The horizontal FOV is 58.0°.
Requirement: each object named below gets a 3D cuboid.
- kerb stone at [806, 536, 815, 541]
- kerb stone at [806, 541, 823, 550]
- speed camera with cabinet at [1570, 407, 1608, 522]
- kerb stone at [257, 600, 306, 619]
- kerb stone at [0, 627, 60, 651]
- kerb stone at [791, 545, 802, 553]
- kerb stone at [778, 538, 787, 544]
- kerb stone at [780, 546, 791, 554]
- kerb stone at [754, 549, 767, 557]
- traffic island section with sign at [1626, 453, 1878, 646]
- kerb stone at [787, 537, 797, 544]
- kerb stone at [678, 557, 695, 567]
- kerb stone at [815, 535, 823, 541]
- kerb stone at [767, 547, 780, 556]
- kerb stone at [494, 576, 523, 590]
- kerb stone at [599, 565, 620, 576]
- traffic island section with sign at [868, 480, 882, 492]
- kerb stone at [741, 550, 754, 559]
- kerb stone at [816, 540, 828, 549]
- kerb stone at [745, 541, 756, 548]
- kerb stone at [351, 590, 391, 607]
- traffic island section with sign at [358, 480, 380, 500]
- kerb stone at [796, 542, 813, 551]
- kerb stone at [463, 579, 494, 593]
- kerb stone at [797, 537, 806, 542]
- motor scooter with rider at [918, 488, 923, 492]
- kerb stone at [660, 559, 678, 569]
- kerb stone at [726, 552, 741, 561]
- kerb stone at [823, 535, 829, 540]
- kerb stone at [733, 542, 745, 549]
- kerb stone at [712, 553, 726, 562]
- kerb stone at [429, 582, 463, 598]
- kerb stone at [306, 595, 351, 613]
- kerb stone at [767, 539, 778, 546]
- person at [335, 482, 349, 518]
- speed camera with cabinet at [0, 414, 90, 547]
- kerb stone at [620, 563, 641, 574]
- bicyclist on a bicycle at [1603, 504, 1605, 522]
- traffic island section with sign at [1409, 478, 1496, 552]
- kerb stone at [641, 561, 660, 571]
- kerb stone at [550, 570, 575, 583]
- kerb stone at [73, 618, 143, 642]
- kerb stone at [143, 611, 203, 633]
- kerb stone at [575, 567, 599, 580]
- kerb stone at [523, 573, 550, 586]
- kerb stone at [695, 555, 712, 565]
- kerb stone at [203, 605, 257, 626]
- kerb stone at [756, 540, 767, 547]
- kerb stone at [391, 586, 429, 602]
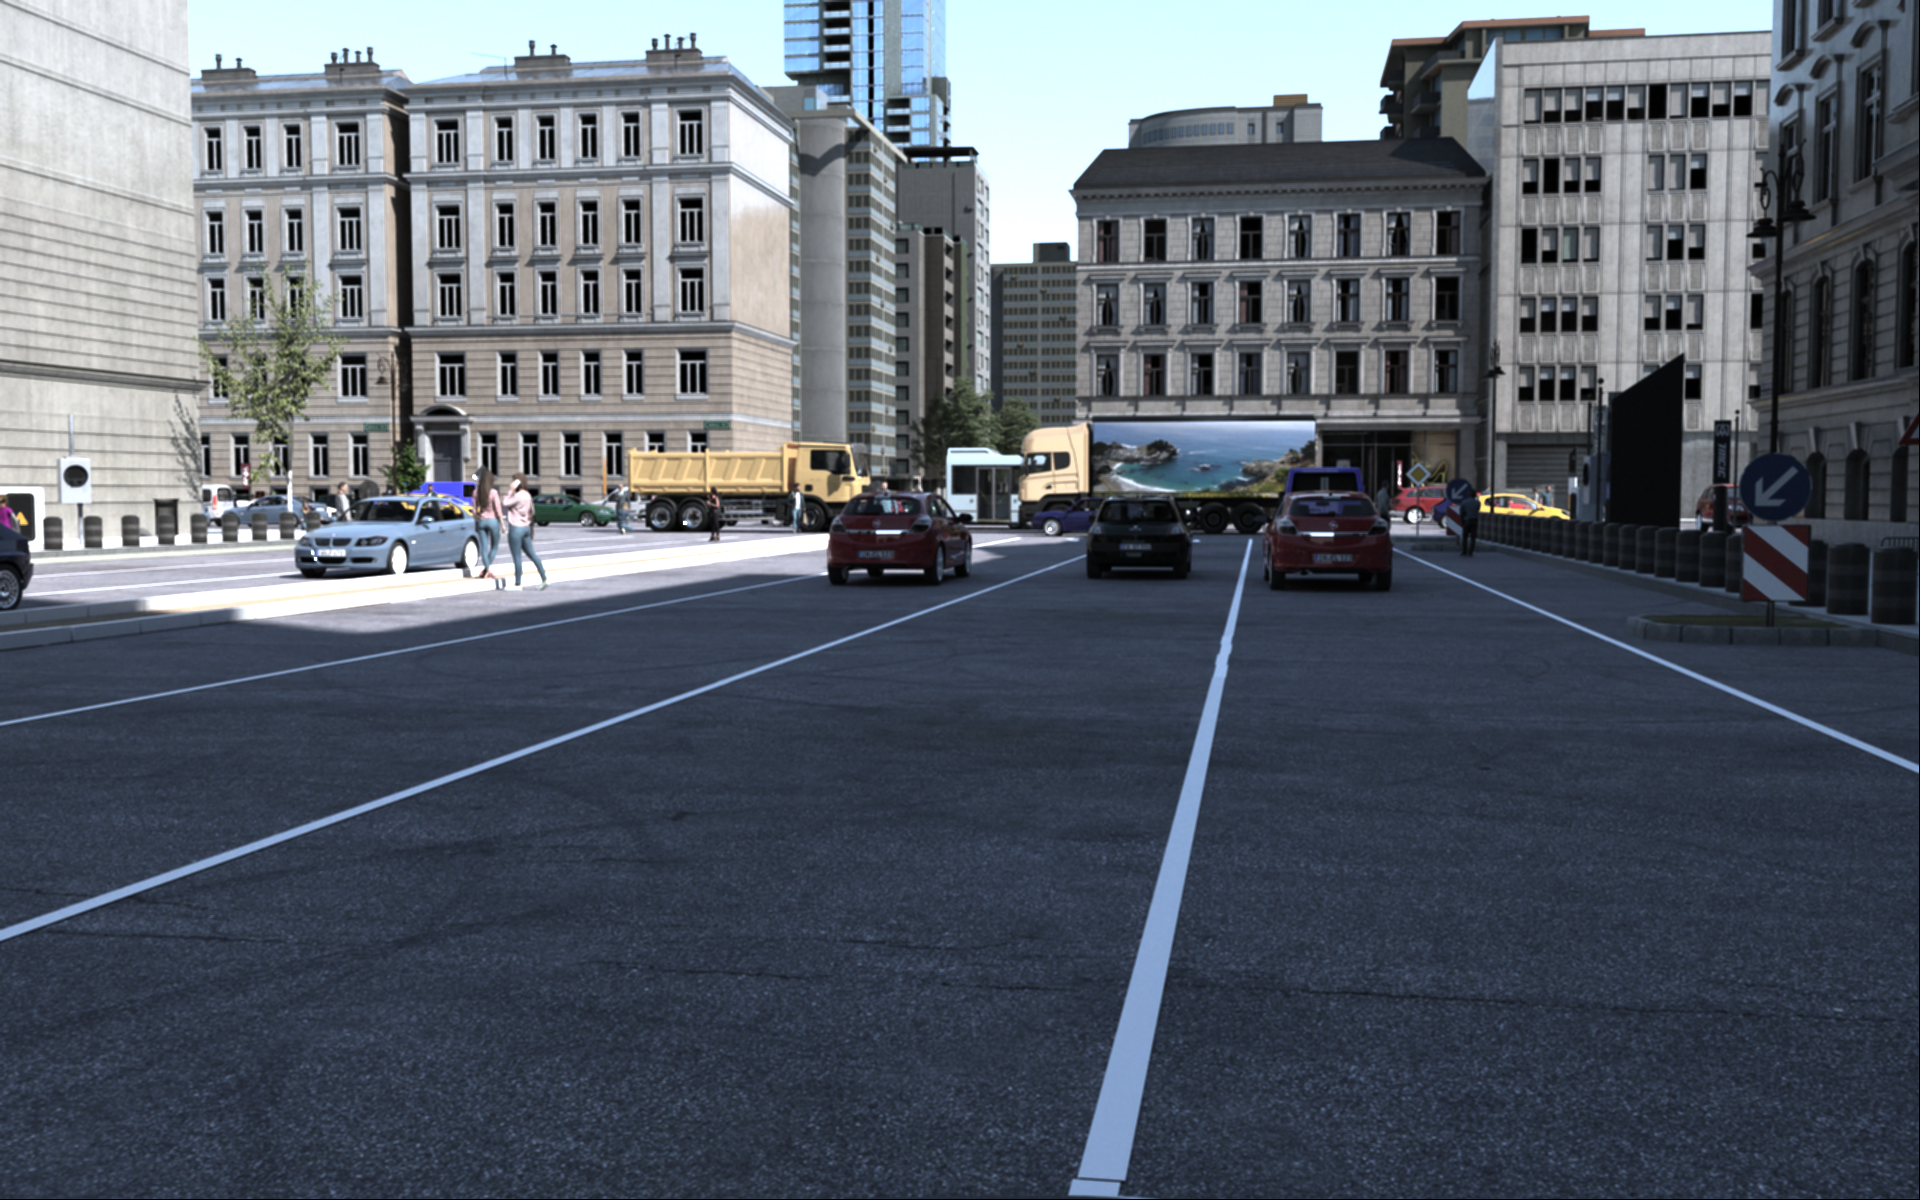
[{"bbox_3d":[-4.619,-1.829,52.106,0.120,0.150,1.000,1,4,10],"label":"kerb stone"},{"bbox_3d":[-3.782,-1.373,44.705,0.120,0.150,1.000,1,4,10],"label":"kerb stone"},{"bbox_3d":[14.597,-2.794,40.018,0.660,3.252,2.038,1,4,8],"label":"speed camera with cabinet"},{"bbox_3d":[-8.029,0.117,20.321,0.120,0.150,1.000,1,4,10],"label":"kerb stone"},{"bbox_3d":[-8.745,0.363,16.264,0.120,0.150,1.000,1,4,10],"label":"kerb stone"},{"bbox_3d":[-4.137,-1.253,42.679,0.120,0.150,1.000,1,4,10],"label":"kerb stone"},{"bbox_3d":[-5.158,-1.643,49.058,0.120,0.150,1.000,1,4,10],"label":"kerb stone"},{"bbox_3d":[-4.310,-1.190,41.653,0.120,0.150,1.000,1,4,10],"label":"kerb stone"},{"bbox_3d":[-4.672,-1.062,39.619,0.120,0.150,1.000,1,4,10],"label":"kerb stone"},{"bbox_3d":[7.835,-0.535,17.383,1.989,1.847,2.006,1,4,10],"label":"traffic island section with sign"},{"bbox_3d":[-4.975,-1.705,50.075,0.120,0.150,1.000,1,4,10],"label":"kerb stone"},{"bbox_3d":[-5.549,-0.755,34.544,0.120,0.150,1.000,1,4,10],"label":"kerb stone"},{"bbox_3d":[-4.449,-1.889,53.119,0.120,0.150,1.000,1,4,10],"label":"kerb stone"},{"bbox_3d":[-4.488,-1.128,40.637,0.120,0.150,1.000,1,4,10],"label":"kerb stone"},{"bbox_3d":[-6.968,-0.255,26.418,0.120,0.150,1.000,1,4,10],"label":"kerb stone"},{"bbox_3d":[-6.264,-0.506,30.475,0.120,0.150,1.000,1,4,10],"label":"kerb stone"},{"bbox_3d":[-2.822,-2.943,56.256,2.006,1.907,1.989,1,4,10],"label":"traffic island section with sign"},{"bbox_3d":[-4.847,-1.002,38.607,0.120,0.150,1.000,1,4,10],"label":"kerb stone"},{"bbox_3d":[-3.605,-1.436,45.717,0.120,0.150,1.000,1,4,10],"label":"kerb stone"},{"bbox_3d":[-5.683,-1.457,46.014,0.120,0.150,1.000,1,4,10],"label":"kerb stone"},{"bbox_3d":[-7.682,-0.009,22.350,0.120,0.150,1.000,1,4,10],"label":"kerb stone"},{"bbox_3d":[-17.210,-2.508,49.641,1.989,1.847,2.006,1,4,10],"label":"traffic island section with sign"},{"bbox_3d":[-3.953,-1.315,43.690,0.120,0.150,1.000,1,4,10],"label":"kerb stone"},{"bbox_3d":[-7.151,-0.196,25.400,0.120,0.150,1.000,1,4,10],"label":"kerb stone"},{"bbox_3d":[-4.801,-1.767,51.093,0.120,0.150,1.000,1,4,10],"label":"kerb stone"},{"bbox_3d":[-2.236,-4.786,87.222,1.986,1.779,0.876,1,4,9],"label":"motor scooter with rider"},{"bbox_3d":[-5.732,-0.687,33.519,0.120,0.150,1.000,1,4,10],"label":"kerb stone"},{"bbox_3d":[-5.015,-0.939,37.592,0.120,0.150,1.000,1,4,10],"label":"kerb stone"},{"bbox_3d":[-4.270,-1.953,54.130,0.120,0.150,1.000,1,4,10],"label":"kerb stone"},{"bbox_3d":[-5.859,-1.395,45.001,0.120,0.150,1.000,1,4,10],"label":"kerb stone"},{"bbox_3d":[-5.201,-0.874,36.576,0.120,0.150,1.000,1,4,10],"label":"kerb stone"},{"bbox_3d":[-7.320,-0.133,24.374,0.120,0.150,1.000,1,4,10],"label":"kerb stone"},{"bbox_3d":[-7.853,0.053,21.333,0.120,0.150,1.000,1,4,10],"label":"kerb stone"},{"bbox_3d":[-5.326,-1.581,48.044,0.120,0.150,1.000,1,4,10],"label":"kerb stone"},{"bbox_3d":[-15.117,-2.026,42.383,0.466,1.731,0.760,1,4,13],"label":"person"},{"bbox_3d":[-22.516,-2.948,42.530,2.038,3.252,0.660,-3,4,-36],"label":"speed camera with cabinet"},{"bbox_3d":[-6.082,-0.563,31.486,0.120,0.150,1.000,1,4,10],"label":"kerb stone"},{"bbox_3d":[24.735,-3.486,67.023,1.625,1.676,1.499,1,4,10],"label":"bicyclist on a bicycle"},{"bbox_3d":[12.465,-2.160,43.939,1.989,1.847,2.006,1,4,10],"label":"traffic island section with sign"},{"bbox_3d":[-5.908,-0.630,32.498,0.120,0.150,1.000,1,4,10],"label":"kerb stone"},{"bbox_3d":[-6.621,-0.383,28.451,0.120,0.150,1.000,1,4,10],"label":"kerb stone"},{"bbox_3d":[-8.558,0.304,17.283,0.120,0.150,1.000,1,4,10],"label":"kerb stone"},{"bbox_3d":[-8.380,0.239,18.295,0.120,0.150,1.000,1,4,10],"label":"kerb stone"},{"bbox_3d":[-6.435,-0.444,29.462,0.120,0.150,1.000,1,4,10],"label":"kerb stone"},{"bbox_3d":[-6.793,-0.317,27.430,0.120,0.150,1.000,1,4,10],"label":"kerb stone"},{"bbox_3d":[-5.364,-0.817,35.561,0.120,0.150,1.000,1,4,10],"label":"kerb stone"},{"bbox_3d":[-8.208,0.177,19.308,0.120,0.150,1.000,1,4,10],"label":"kerb stone"},{"bbox_3d":[-5.509,-1.519,47.027,0.120,0.150,1.000,1,4,10],"label":"kerb stone"},{"bbox_3d":[-7.493,-0.071,23.360,0.120,0.150,1.000,1,4,10],"label":"kerb stone"}]
